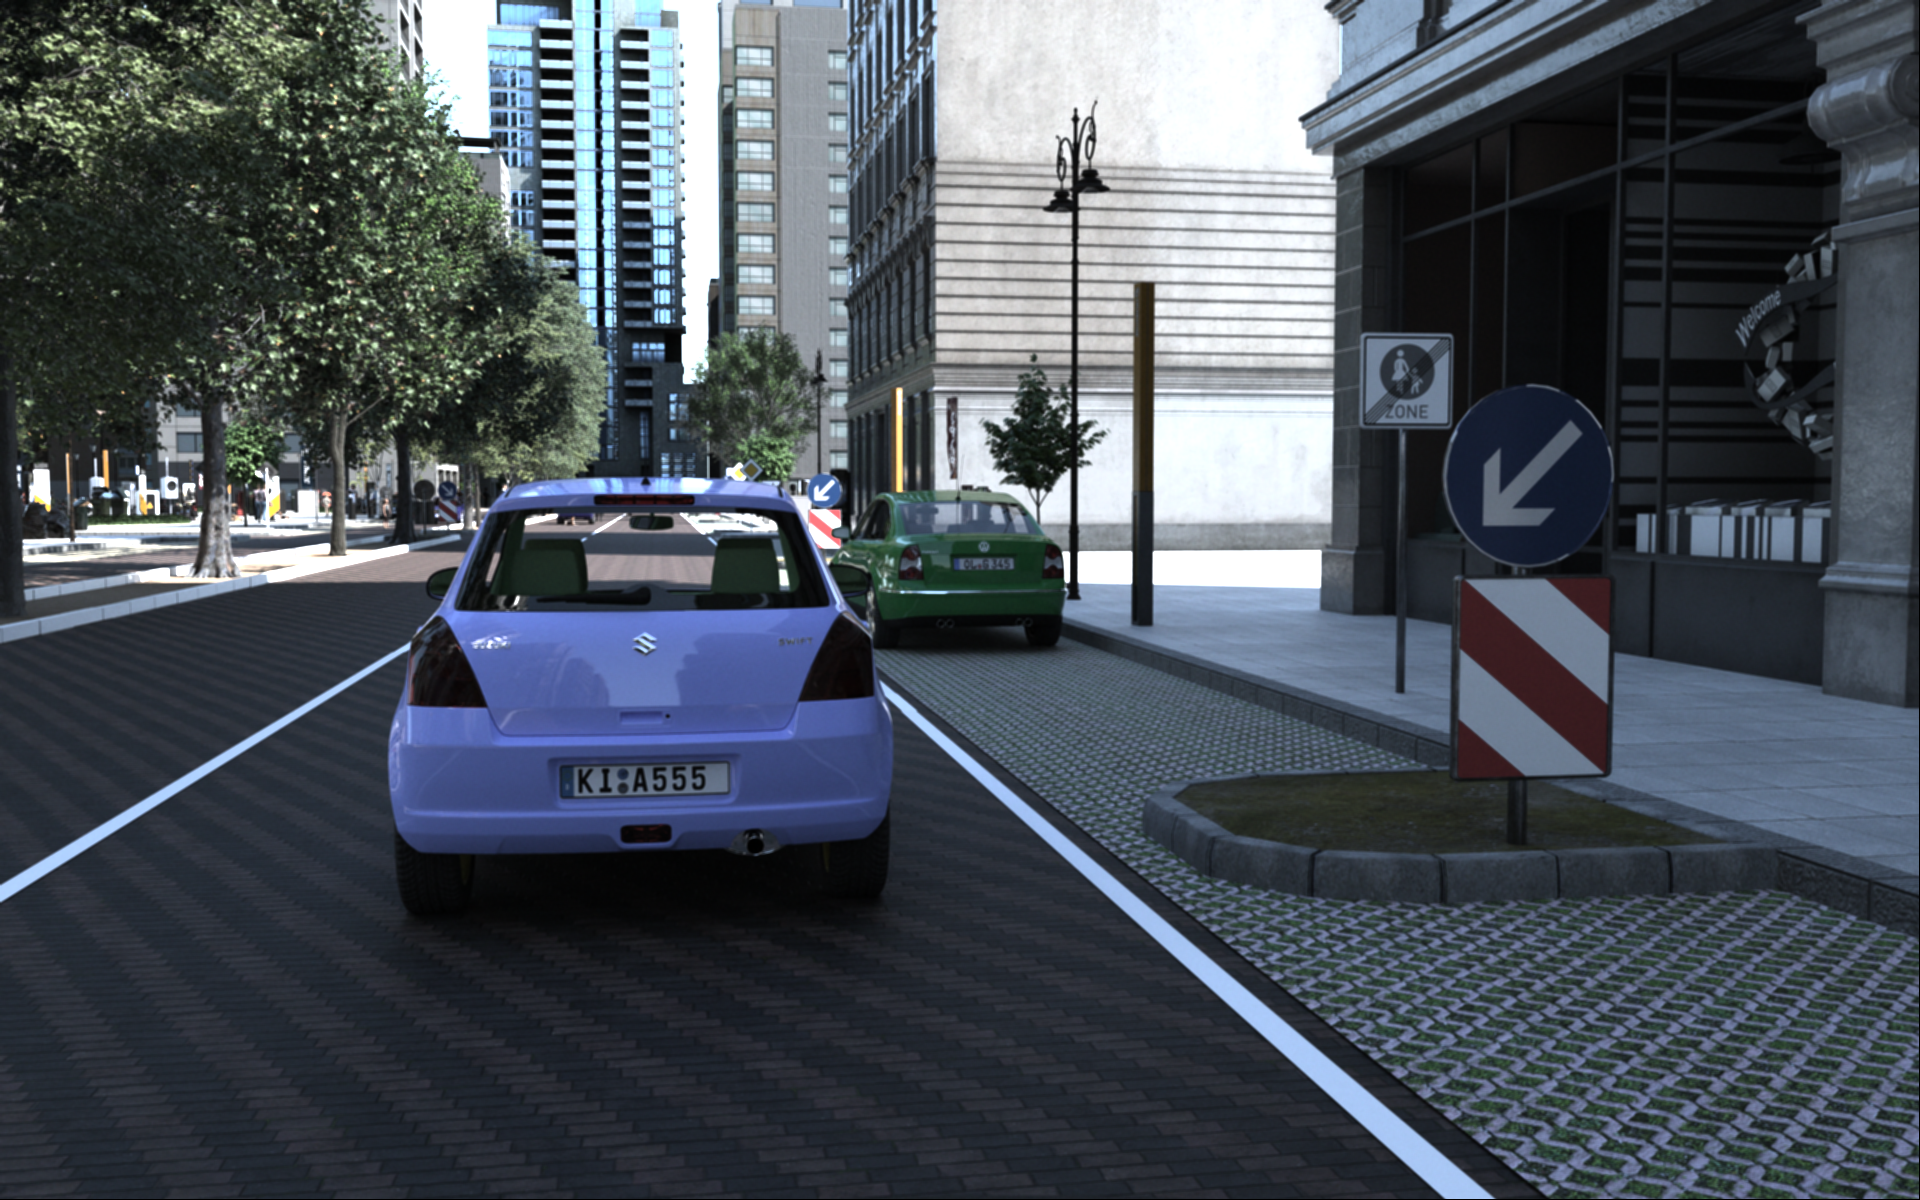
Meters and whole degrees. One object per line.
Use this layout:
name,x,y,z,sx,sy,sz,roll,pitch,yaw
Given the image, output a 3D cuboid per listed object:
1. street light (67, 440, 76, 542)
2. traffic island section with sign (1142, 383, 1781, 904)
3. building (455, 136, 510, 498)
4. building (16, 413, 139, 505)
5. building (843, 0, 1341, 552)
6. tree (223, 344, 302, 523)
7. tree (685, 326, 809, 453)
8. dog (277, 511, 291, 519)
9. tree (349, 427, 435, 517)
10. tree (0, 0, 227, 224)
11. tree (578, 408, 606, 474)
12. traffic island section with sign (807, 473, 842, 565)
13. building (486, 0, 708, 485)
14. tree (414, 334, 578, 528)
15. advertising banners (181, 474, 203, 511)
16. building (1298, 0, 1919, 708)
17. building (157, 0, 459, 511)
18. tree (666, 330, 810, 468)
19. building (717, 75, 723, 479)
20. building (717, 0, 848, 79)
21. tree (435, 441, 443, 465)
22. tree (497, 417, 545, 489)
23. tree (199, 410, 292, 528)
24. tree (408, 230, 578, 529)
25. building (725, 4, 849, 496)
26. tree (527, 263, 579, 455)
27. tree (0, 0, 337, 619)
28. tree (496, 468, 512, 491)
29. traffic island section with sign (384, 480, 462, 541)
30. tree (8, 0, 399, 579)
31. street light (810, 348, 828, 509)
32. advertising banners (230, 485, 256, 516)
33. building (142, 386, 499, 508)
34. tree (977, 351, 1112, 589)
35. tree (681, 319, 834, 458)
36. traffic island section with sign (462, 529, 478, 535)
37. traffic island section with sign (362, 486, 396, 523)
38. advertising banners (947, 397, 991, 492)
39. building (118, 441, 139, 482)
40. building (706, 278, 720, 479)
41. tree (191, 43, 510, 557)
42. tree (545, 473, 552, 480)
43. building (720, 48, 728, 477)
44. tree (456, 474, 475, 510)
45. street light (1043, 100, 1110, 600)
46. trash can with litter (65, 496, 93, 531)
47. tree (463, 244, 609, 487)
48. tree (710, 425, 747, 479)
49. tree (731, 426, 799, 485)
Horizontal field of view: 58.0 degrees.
street light,-23.825,-4.497,46.319,0.468,5.910,1.993,-1,4,-10
traffic island section with sign,1.820,0.100,6.998,1.989,1.847,2.006,-1,4,-10
building,-59.071,-31.558,199.567,14.086,41.232,14.154,-1,4,-10
building,-96.572,-33.175,192.516,14.200,45.320,14.600,-1,4,-10
building,2.499,-12.081,46.681,9.793,20.994,18.267,-1,4,-10
tree,-29.783,-7.576,74.223,4.360,8.622,3.978,0,3,0
tree,-13.102,-11.134,107.797,9.928,11.665,9.643,0,3,0
dog,-34.633,-4.339,88.679,0.748,0.427,0.550,1,4,19
tree,-33.400,-9.073,98.703,4.737,8.622,4.395,0,3,0
tree,-9.673,-4.644,12.797,8.767,10.594,7.601,-1,4,-10
tree,-28.983,-12.383,123.044,7.486,12.596,7.792,0,3,0
traffic island section with sign,-2.804,-1.525,33.555,1.989,1.847,2.006,-1,4,-10
building,-49.366,-55.964,227.687,31.000,86.520,22.319,-1,4,-10
tree,-20.523,-8.373,73.767,8.767,10.594,7.601,-1,4,-10
advertising banners,-45.914,-6.576,103.706,0.090,3.025,2.074,1,4,16
building,8.587,-10.219,17.984,10.553,20.767,40.483,-1,4,-10
building,-52.583,-43.004,141.362,20.563,71.187,20.611,-1,4,-10
tree,-16.777,-13.397,129.414,12.009,13.543,11.850,0,3,0
building,-17.555,-32.260,177.561,14.600,45.320,14.200,-1,4,-10
building,-16.964,-40.168,198.744,21.231,58.520,28.212,-1,4,-10
tree,-36.438,-10.152,116.340,4.737,8.622,4.395,0,3,0
tree,-21.283,-7.880,81.661,4.737,8.622,4.395,0,3,0
tree,-27.615,-5.096,67.033,4.285,4.588,4.351,0,3,0
tree,-18.920,-8.896,66.035,7.486,12.596,7.792,0,3,0
building,-12.541,-28.524,149.957,14.154,41.232,14.086,-1,4,-10
tree,-15.861,-7.933,49.163,9.611,12.733,9.660,0,3,0
tree,-11.289,-6.093,20.199,7.486,12.596,7.792,0,3,0
tree,-50.070,-12.677,190.983,4.285,4.588,4.351,0,3,0
traffic island section with sign,-16.855,-2.819,54.234,2.006,1.907,1.989,-1,4,-10
tree,-12.752,-6.723,29.378,9.611,12.733,9.660,0,3,0
street light,-4.480,-5.032,55.064,0.468,5.910,1.993,-1,4,-10
advertising banners,-41.591,-6.351,100.031,2.074,3.025,0.090,1,4,8
building,-60.139,-19.681,166.831,27.650,21.520,28.899,-1,4,-10
tree,0.965,-1.781,23.725,1.663,3.219,1.824,0,3,0
tree,-10.933,-9.711,93.190,8.767,10.594,7.601,0,4,-2
traffic island section with sign,-18.116,-3.266,61.534,2.006,1.907,1.989,-1,4,-10
traffic island section with sign,-28.278,-4.690,85.309,1.989,1.847,2.006,-1,4,-10
advertising banners,0.136,-2.108,30.657,0.090,3.025,2.074,-1,4,-21
building,-113.444,-32.502,223.283,23.993,40.220,32.217,-1,4,-10
building,-26.303,-28.009,229.653,14.107,30.474,14.160,-1,4,-10
tree,-14.099,-6.787,39.176,9.928,11.665,9.643,0,3,0
tree,-27.521,-9.968,115.788,4.360,8.622,3.978,0,3,0
building,-15.492,-29.365,163.715,14.154,41.232,14.086,-1,4,-10
tree,-40.568,-9.085,143.142,1.663,3.219,1.824,0,3,0
street light,1.384,-2.943,20.899,0.468,5.910,1.993,-1,4,-10
trash can with litter,-30.983,-3.010,60.607,0.624,1.170,1.055,2,4,30
tree,-22.889,-10.985,88.714,9.857,13.997,8.962,0,3,0
tree,-18.300,-11.598,139.988,4.360,8.622,3.978,0,3,0
tree,-9.464,-6.128,83.907,4.285,4.588,4.351,0,3,0
